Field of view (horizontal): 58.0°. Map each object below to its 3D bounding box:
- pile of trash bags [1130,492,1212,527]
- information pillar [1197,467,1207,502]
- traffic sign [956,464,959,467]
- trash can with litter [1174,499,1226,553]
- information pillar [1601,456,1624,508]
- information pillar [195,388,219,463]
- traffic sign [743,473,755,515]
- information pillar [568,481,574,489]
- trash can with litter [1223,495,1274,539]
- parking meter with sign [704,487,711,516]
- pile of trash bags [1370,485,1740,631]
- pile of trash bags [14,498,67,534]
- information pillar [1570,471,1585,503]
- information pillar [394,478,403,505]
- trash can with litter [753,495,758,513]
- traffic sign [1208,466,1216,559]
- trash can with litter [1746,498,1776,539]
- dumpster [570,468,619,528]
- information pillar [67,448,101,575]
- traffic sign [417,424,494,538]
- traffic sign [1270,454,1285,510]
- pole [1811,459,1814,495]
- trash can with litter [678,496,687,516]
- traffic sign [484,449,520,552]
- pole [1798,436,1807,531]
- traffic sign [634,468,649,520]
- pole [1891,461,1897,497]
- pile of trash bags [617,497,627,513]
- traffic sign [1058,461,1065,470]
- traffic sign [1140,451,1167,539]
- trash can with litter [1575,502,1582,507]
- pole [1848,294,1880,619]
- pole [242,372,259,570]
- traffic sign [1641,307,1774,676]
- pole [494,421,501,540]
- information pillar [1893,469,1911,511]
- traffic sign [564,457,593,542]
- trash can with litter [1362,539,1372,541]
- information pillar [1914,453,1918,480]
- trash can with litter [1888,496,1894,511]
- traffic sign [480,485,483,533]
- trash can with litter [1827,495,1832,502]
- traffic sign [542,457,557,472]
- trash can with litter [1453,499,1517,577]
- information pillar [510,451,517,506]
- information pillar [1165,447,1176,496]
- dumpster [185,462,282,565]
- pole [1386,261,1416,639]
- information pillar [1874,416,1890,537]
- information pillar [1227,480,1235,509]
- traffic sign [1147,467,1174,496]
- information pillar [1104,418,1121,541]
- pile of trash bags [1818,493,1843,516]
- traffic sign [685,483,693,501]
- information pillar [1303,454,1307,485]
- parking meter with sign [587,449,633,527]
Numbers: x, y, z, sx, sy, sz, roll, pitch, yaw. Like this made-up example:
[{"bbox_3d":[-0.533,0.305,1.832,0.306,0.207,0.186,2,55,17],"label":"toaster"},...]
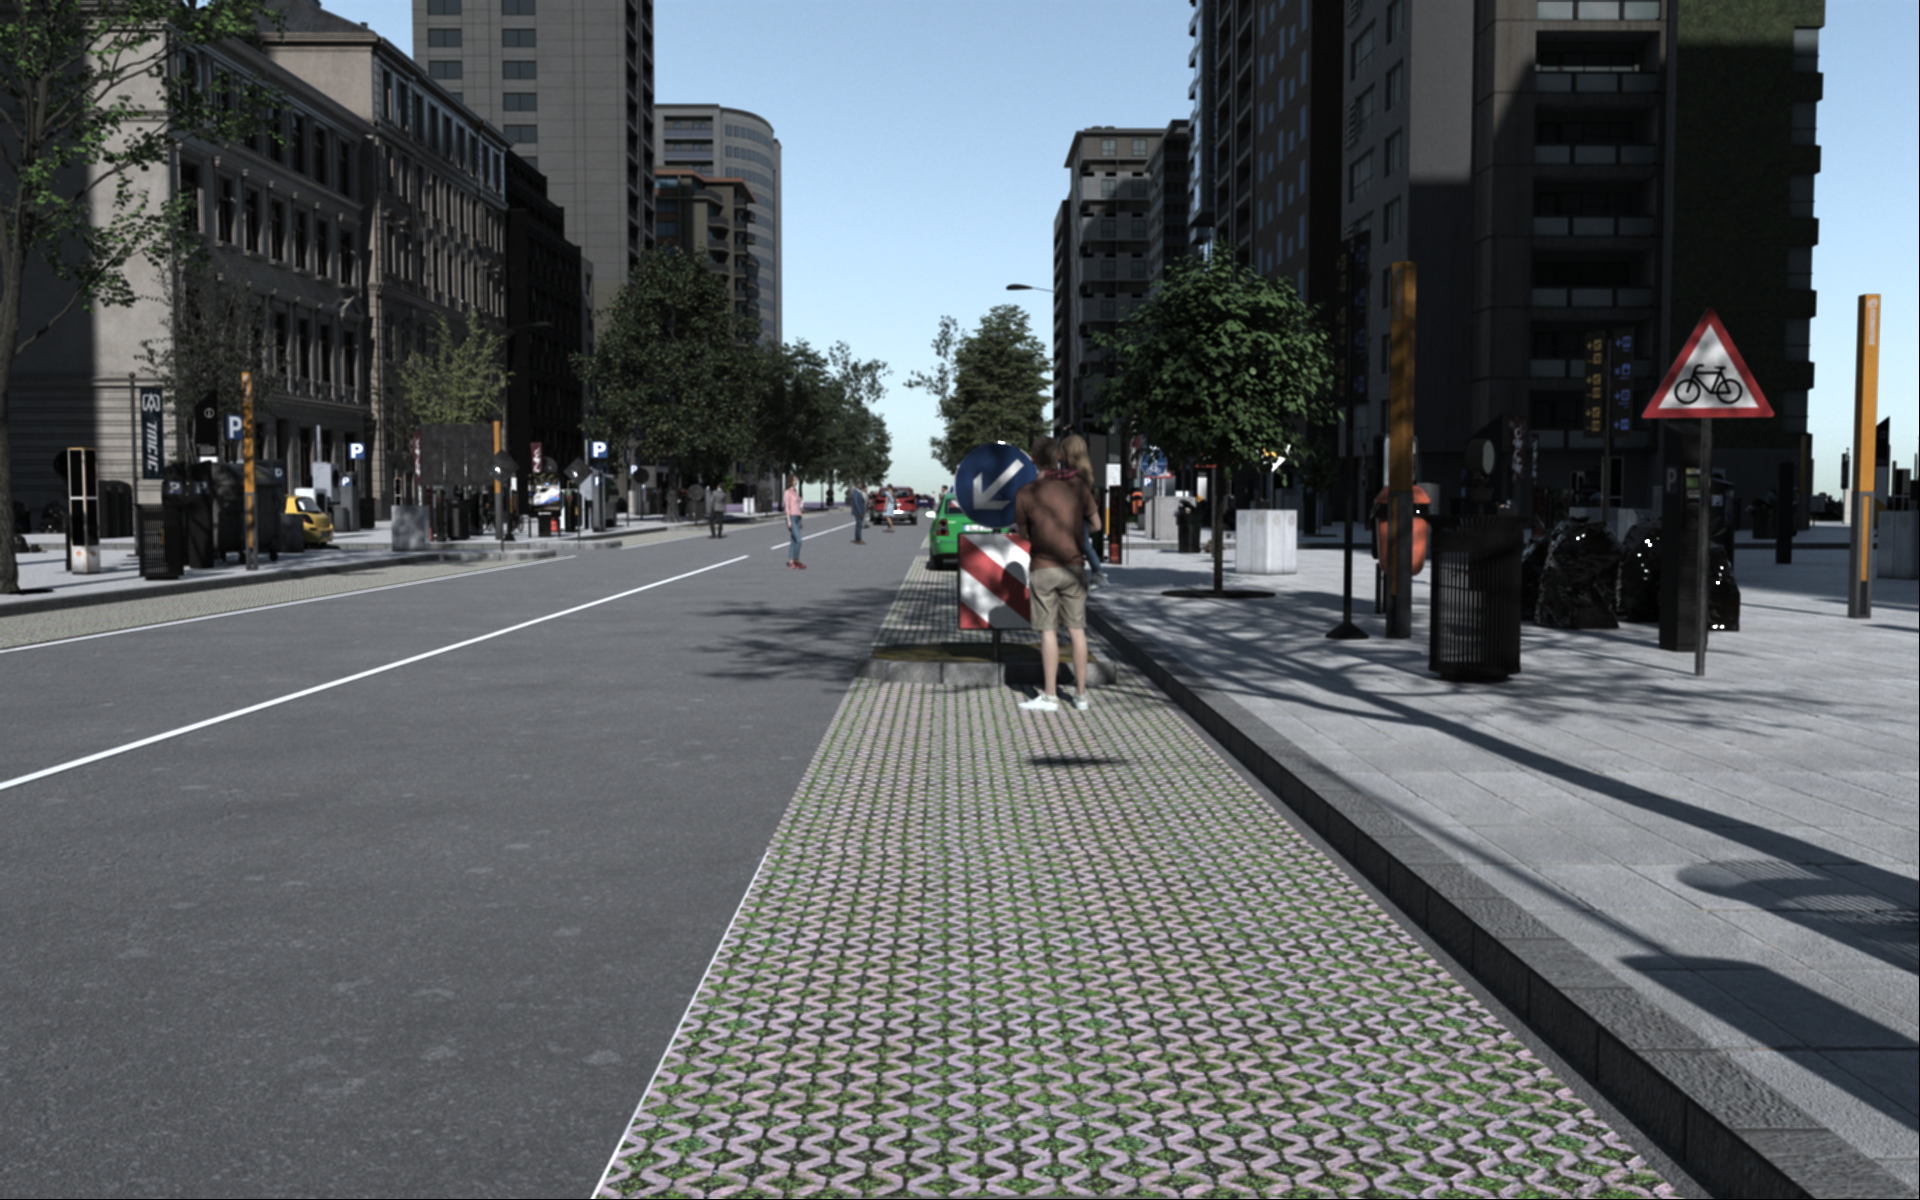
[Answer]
[{"bbox_3d":[8.482,-3.634,69.166,3.447,1.369,1.912,1,4,22],"label":"pile of trash bags"},{"bbox_3d":[11.915,-5.738,85.168,0.504,3.616,0.183,-1,4,-10],"label":"information pillar"},{"bbox_3d":[0.314,-2.135,38.544,0.795,2.450,0.064,0,4,0],"label":"traffic sign"},{"bbox_3d":[5.218,-1.611,37.728,1.055,1.170,0.624,0,4,-7],"label":"trash can with litter"},{"bbox_3d":[12.779,-1.803,33.964,0.304,2.012,0.304,0,4,-6],"label":"information pillar"},{"bbox_3d":[-16.620,-2.871,38.296,0.504,3.616,0.183,0,4,2],"label":"information pillar"},{"bbox_3d":[-12.733,-6.381,104.436,0.768,2.556,0.104,0,4,3],"label":"traffic sign"},{"bbox_3d":[-21.819,-5.669,97.176,0.304,2.012,0.304,0,4,-3],"label":"information pillar"},{"bbox_3d":[8.381,-2.366,49.736,2.233,1.210,1.678,1,4,19],"label":"trash can with litter"},{"bbox_3d":[-15.117,-6.585,103.932,0.543,3.016,1.738,-1,4,-22],"label":"parking meter with sign"},{"bbox_3d":[5.860,-0.461,17.283,3.447,1.369,1.912,1,4,13],"label":"pile of trash bags"},{"bbox_3d":[-30.939,-2.864,56.582,3.447,1.369,1.912,-1,4,-12],"label":"pile of trash bags"},{"bbox_3d":[19.901,-3.142,55.867,0.304,2.012,0.304,-2,4,-27],"label":"information pillar"},{"bbox_3d":[-25.831,-4.599,79.687,0.304,2.012,0.304,-1,4,-10],"label":"information pillar"},{"bbox_3d":[-14.184,-6.587,118.761,1.678,1.210,2.233,0,4,-4],"label":"trash can with litter"},{"bbox_3d":[5.024,-2.099,34.315,0.884,2.594,0.081,0,4,5],"label":"traffic sign"},{"bbox_3d":[23.035,-2.329,49.467,1.055,1.170,0.624,-1,4,-22],"label":"trash can with litter"},{"bbox_3d":[-13.681,-3.809,64.766,1.502,2.255,1.985,0,4,0],"label":"dumpster"},{"bbox_3d":[-13.969,-1.415,27.627,0.304,2.012,0.304,1,4,14],"label":"information pillar"},{"bbox_3d":[-14.657,-3.451,50.302,2.265,3.308,0.079,0,4,6],"label":"traffic sign"},{"bbox_3d":[5.259,-1.717,29.251,0.795,2.450,0.064,0,4,4],"label":"traffic sign"},{"bbox_3d":[49.440,-6.529,100.595,0.158,3.312,0.155,0,3,0],"label":"pole"},{"bbox_3d":[-16.203,-5.423,100.057,0.624,1.170,1.055,-2,4,-31],"label":"trash can with litter"},{"bbox_3d":[-10.180,-2.132,38.494,0.795,2.450,0.064,0,4,0],"label":"traffic sign"},{"bbox_3d":[29.428,-4.076,60.485,0.158,3.312,0.155,0,3,0],"label":"pole"},{"bbox_3d":[-15.607,-5.184,84.859,0.768,2.556,0.104,0,4,8],"label":"traffic sign"},{"bbox_3d":[57.552,-6.906,106.748,0.158,3.312,0.155,0,3,0],"label":"pole"},{"bbox_3d":[-23.673,-6.562,117.041,3.447,1.369,1.912,-3,4,-38],"label":"pile of trash bags"},{"bbox_3d":[3.830,-3.997,65.458,0.768,2.556,0.104,0,4,1],"label":"traffic sign"},{"bbox_3d":[5.568,-3.042,49.836,0.768,2.556,0.104,0,4,6],"label":"traffic sign"},{"bbox_3d":[17.373,-2.267,48.455,1.055,1.170,0.624,0,4,3],"label":"trash can with litter"},{"bbox_3d":[9.302,-1.466,17.817,0.158,3.312,0.155,0,3,0],"label":"pole"},{"bbox_3d":[-11.908,-2.153,29.047,0.158,3.312,0.155,0,3,0],"label":"pole"},{"bbox_3d":[5.216,-0.742,12.140,0.884,2.594,0.081,0,4,7],"label":"traffic sign"},{"bbox_3d":[-12.926,-3.342,48.485,0.158,3.312,0.155,0,3,0],"label":"pole"},{"bbox_3d":[27.419,-2.810,50.429,0.304,2.012,0.304,-2,4,-25],"label":"information pillar"},{"bbox_3d":[-10.234,-2.620,46.479,0.795,2.450,0.064,0,4,0],"label":"traffic sign"},{"bbox_3d":[12.319,-2.231,47.534,1.678,1.210,2.233,-3,5,-42],"label":"trash can with litter"},{"bbox_3d":[55.110,-6.638,99.888,0.183,3.616,0.504,3,4,36],"label":"information pillar"},{"bbox_3d":[58.179,-5.904,107.914,0.624,1.170,1.055,-1,4,-15],"label":"trash can with litter"},{"bbox_3d":[-15.330,-3.385,55.449,0.768,2.556,0.104,0,4,5],"label":"traffic sign"},{"bbox_3d":[55.252,-6.027,109.603,1.678,1.210,2.233,3,5,43],"label":"trash can with litter"},{"bbox_3d":[-14.126,-3.610,59.133,0.768,2.556,0.104,0,4,2],"label":"traffic sign"},{"bbox_3d":[8.463,-0.973,26.959,1.678,1.210,2.233,0,4,-5],"label":"trash can with litter"},{"bbox_3d":[-22.336,-5.802,86.219,0.504,3.616,0.183,-1,4,-13],"label":"information pillar"},{"bbox_3d":[9.506,-5.307,78.122,0.504,3.616,0.183,2,4,25],"label":"information pillar"},{"bbox_3d":[-13.552,-1.616,32.176,1.264,1.857,1.865,0,4,0],"label":"dumpster"},{"bbox_3d":[3.904,-1.314,15.321,0.158,3.312,0.155,0,3,0],"label":"pole"},{"bbox_3d":[27.644,-3.714,52.071,0.504,3.616,0.183,2,4,33],"label":"information pillar"},{"bbox_3d":[14.248,-5.293,91.033,0.304,2.012,0.304,-1,4,-22],"label":"information pillar"},{"bbox_3d":[6.740,-3.563,58.257,0.884,2.594,0.081,0,4,8],"label":"traffic sign"},{"bbox_3d":[4.209,-3.442,47.626,0.504,3.616,0.183,-3,4,-38],"label":"information pillar"},{"bbox_3d":[50.762,-5.578,100.951,1.912,1.369,3.447,0,4,6],"label":"pile of trash bags"},{"bbox_3d":[-14.733,-5.827,95.278,0.884,2.594,0.081,0,4,7],"label":"traffic sign"},{"bbox_3d":[15.408,-5.259,77.339,0.183,3.616,0.504,0,4,-4],"label":"information pillar"},{"bbox_3d":[-13.742,-4.347,67.333,1.738,3.016,0.543,0,4,3],"label":"parking meter with sign"}]
